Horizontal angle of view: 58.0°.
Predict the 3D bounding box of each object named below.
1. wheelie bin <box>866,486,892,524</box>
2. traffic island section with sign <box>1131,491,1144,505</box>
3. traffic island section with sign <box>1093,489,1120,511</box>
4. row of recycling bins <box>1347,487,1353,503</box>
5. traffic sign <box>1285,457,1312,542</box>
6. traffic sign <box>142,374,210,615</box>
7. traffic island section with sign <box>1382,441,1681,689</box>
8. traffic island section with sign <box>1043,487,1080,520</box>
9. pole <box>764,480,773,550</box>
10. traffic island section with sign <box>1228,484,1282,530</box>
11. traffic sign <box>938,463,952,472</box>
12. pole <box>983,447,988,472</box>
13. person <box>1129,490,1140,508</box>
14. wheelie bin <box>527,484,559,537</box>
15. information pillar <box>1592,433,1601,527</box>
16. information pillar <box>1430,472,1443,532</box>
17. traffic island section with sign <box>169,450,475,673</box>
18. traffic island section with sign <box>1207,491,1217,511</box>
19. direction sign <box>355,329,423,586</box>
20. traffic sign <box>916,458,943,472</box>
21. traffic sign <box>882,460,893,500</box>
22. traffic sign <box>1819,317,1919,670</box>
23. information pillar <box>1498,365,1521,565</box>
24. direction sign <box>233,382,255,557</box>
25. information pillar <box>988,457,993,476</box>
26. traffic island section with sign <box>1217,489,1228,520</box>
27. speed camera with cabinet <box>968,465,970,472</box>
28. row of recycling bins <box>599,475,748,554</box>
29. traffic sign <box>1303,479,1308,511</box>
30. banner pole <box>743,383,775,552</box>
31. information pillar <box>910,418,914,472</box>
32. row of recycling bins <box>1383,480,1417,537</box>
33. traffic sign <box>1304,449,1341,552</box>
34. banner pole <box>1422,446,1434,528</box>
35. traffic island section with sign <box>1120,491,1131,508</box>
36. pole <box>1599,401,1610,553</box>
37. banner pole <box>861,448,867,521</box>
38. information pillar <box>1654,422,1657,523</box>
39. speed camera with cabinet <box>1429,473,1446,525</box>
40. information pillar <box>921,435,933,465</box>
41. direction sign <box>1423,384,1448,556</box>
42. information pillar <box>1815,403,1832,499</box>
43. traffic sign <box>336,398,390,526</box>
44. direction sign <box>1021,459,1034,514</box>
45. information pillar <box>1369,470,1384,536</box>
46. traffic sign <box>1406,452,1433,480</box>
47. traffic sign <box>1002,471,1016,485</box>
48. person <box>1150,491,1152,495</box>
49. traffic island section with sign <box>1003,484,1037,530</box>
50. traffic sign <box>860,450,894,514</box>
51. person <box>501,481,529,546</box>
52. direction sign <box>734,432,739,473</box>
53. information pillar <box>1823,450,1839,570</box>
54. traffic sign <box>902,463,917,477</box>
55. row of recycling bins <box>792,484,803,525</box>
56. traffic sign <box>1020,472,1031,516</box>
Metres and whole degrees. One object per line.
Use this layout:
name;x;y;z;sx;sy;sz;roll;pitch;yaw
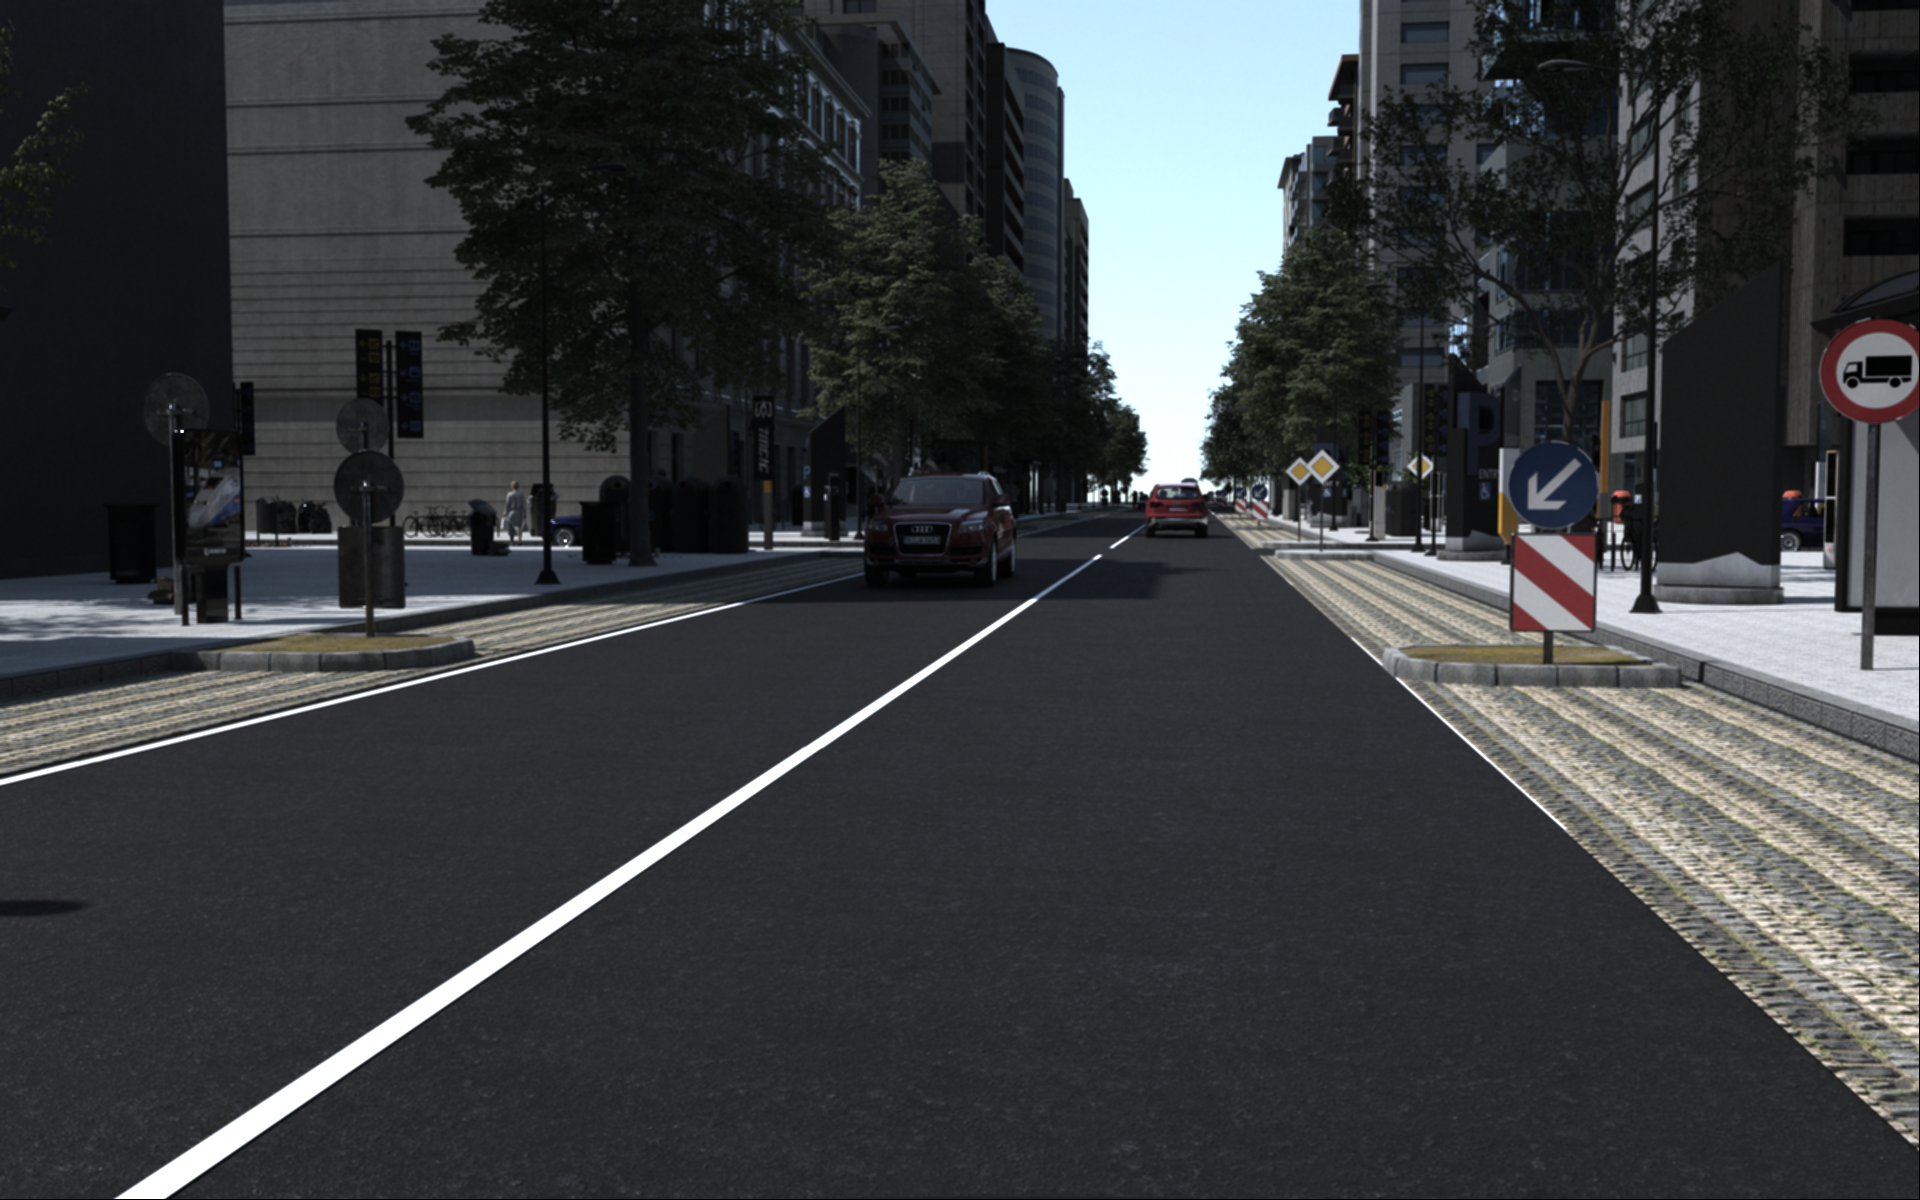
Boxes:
wheelie bin;-3.401;-3.838;70.665;0.980;1.594;0.693;2;4;24
traffic island section with sign;23.269;-13.467;228.810;1.989;1.847;2.006;0;4;8
traffic island section with sign;12.290;-8.431;146.474;1.989;1.847;2.006;0;4;8
row of recycling bins;20.332;-5.009;89.010;3.534;1.692;1.069;3;4;37
traffic sign;9.093;-2.615;46.392;0.795;2.450;0.064;0;4;8
traffic sign;-8.307;-1.115;18.338;0.768;2.556;0.104;0;4;8
traffic island section with sign;4.426;-0.312;13.733;1.989;1.847;2.006;0;4;8
traffic island section with sign;5.697;-5.410;97.085;1.989;1.847;2.006;0;4;8
pole;-4.384;-2.796;39.561;0.158;3.312;0.155;0;3;0
traffic island section with sign;11.827;-3.705;69.209;1.989;1.847;2.006;0;4;8
traffic sign;-0.711;-4.402;72.077;0.768;2.556;0.104;1;4;13
pole;1.101;-4.945;74.687;0.158;3.312;0.155;0;3;0
person;18.062;-10.456;179.425;1.348;1.831;0.705;2;4;32
wheelie bin;-12.556;-2.717;52.330;0.980;1.594;0.693;-3;4;-36
information pillar;24.594;-4.614;66.801;0.504;3.616;0.183;0;4;-8
information pillar;16.089;-3.303;58.495;0.304;2.012;0.304;3;4;37
traffic island section with sign;-5.289;-0.377;14.786;1.989;1.847;2.006;0;4;8
traffic island section with sign;21.991;-8.363;145.358;1.989;1.847;2.006;0;4;8
direction sign;-7.897;-1.960;24.049;0.876;3.537;0.379;-2;4;-28
traffic sign;-0.861;-2.697;47.736;0.795;2.450;0.064;0;4;8
traffic sign;-2.722;-3.885;63.633;0.768;2.556;0.104;1;4;10
traffic sign;6.617;-0.762;12.562;0.768;2.556;0.104;1;4;16
information pillar;9.979;-2.451;31.425;0.504;3.616;0.183;-2;4;-35
direction sign;-14.633;-2.642;35.191;0.876;3.537;0.379;2;4;28
information pillar;1.636;-6.439;96.632;0.504;3.616;0.183;0;4;6
traffic island section with sign;15.398;-5.339;95.928;1.989;1.847;2.006;0;4;8
speed camera with cabinet;0.203;-7.585;118.357;0.660;3.252;2.038;-1;4;-20
row of recycling bins;-6.285;-1.886;37.947;3.534;1.692;1.069;1;4;17
traffic sign;18.432;-5.642;92.349;0.768;2.556;0.104;1;4;13
banner pole;-4.544;-2.981;38.751;0.863;3.779;0.401;0;4;-2
information pillar;-1.496;-3.820;53.806;0.183;3.616;0.504;0;4;3
row of recycling bins;13.683;-2.847;53.669;1.069;1.692;3.534;0;4;7
traffic sign;8.036;-2.131;38.477;0.795;2.450;0.064;0;4;8
banner pole;17.659;-4.581;64.917;0.401;3.779;0.863;-1;4;-13
traffic island section with sign;15.853;-10.065;173.193;1.989;1.847;2.006;0;4;8
pole;14.090;-2.693;37.877;0.158;3.312;0.155;0;3;0
banner pole;-4.559;-5.661;82.580;0.401;3.779;0.863;1;4;14
information pillar;22.532;-3.983;56.473;0.183;3.616;0.504;-1;4;-11
speed camera with cabinet;20.045;-4.782;72.527;0.660;3.252;2.038;1;4;20
information pillar;-1.277;-4.562;65.942;0.504;3.616;0.183;0;4;-6
direction sign;9.837;-2.684;35.878;0.876;3.537;0.379;-3;5;-44
information pillar;22.237;-3.259;44.635;0.504;3.616;0.183;-2;4;-26
traffic sign;-7.937;-1.401;23.015;0.768;2.556;0.104;1;4;11
direction sign;4.362;-7.364;112.404;0.876;3.537;0.379;-1;4;-19
information pillar;12.689;-2.953;52.780;0.304;2.012;0.304;-1;4;-15
traffic sign;12.561;-2.815;47.216;0.795;2.450;0.064;1;4;12
traffic sign;2.651;-5.740;93.959;0.768;2.556;0.104;1;4;16
person;29.873;-16.041;270.398;0.705;1.869;1.348;2;4;24
traffic island section with sign;2.097;-3.763;70.148;1.989;1.847;2.006;0;4;8
traffic sign;-1.917;-2.213;39.821;0.795;2.450;0.064;0;4;8
person;-11.600;-2.215;45.076;0.694;1.780;0.624;-1;4;-10
direction sign;-8.364;-4.360;63.288;0.876;3.537;0.379;3;5;41
information pillar;14.873;-1.519;29.330;0.304;2.012;0.304;-1;4;-9
traffic sign;-2.107;-4.369;71.547;0.768;2.556;0.104;1;4;13
row of recycling bins;-6.065;-3.887;70.671;1.069;1.692;3.534;-1;4;-19
traffic sign;3.713;-6.078;99.483;0.768;2.556;0.104;1;4;12
